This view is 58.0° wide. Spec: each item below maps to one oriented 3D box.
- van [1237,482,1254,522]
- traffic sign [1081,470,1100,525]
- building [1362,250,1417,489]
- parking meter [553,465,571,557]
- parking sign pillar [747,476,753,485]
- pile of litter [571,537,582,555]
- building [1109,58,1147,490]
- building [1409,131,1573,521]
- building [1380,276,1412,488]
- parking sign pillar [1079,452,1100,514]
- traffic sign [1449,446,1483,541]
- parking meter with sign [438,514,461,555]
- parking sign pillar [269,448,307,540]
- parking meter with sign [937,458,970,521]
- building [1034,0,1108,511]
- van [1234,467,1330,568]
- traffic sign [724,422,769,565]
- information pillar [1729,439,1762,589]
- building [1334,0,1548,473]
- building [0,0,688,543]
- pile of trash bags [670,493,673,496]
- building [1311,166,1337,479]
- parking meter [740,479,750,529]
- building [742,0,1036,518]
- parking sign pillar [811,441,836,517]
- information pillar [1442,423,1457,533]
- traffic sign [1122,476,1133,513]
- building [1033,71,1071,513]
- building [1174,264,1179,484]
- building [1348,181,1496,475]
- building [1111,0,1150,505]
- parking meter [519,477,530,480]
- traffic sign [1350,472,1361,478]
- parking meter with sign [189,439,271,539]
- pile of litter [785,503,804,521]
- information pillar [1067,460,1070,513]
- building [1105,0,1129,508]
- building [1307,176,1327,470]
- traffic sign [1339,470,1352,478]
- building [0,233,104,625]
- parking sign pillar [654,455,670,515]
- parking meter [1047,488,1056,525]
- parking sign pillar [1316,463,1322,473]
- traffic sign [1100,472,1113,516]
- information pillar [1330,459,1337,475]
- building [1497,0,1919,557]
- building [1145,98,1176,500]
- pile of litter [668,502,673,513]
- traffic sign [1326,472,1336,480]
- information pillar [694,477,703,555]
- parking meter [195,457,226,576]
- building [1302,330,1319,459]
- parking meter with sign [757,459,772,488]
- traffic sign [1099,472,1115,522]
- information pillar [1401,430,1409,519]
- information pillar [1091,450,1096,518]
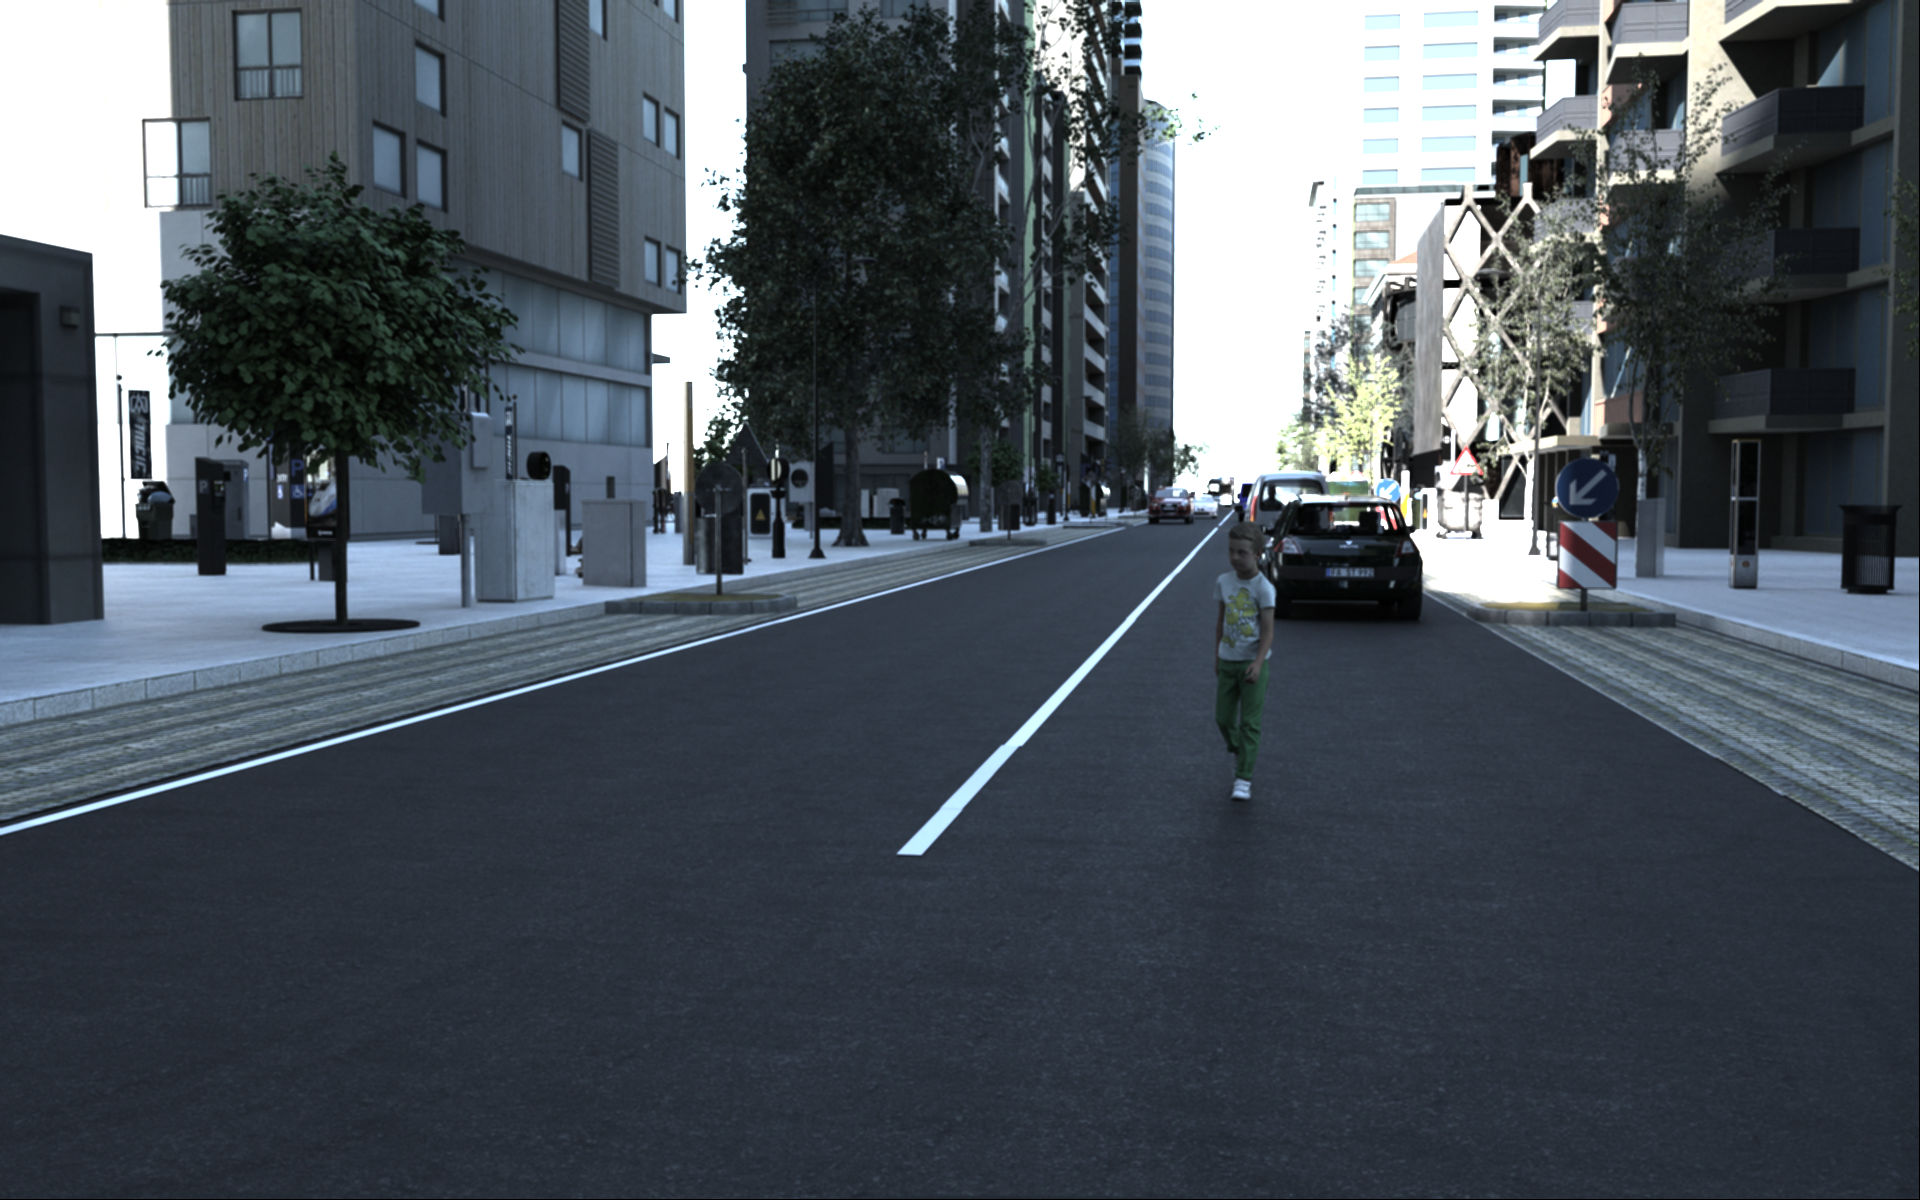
[{"bbox_3d":[15.674,-5.316,91.298,2.240,2.365,5.245,1,4,10],"label":"van"},{"bbox_3d":[5.479,-4.214,72.548,0.795,2.450,0.064,1,4,9],"label":"traffic sign"},{"bbox_3d":[38.912,-18.552,139.475,11.583,22.565,21.152,1,4,9],"label":"building"},{"bbox_3d":[-8.174,-1.826,35.568,0.255,1.863,0.399,0,4,7],"label":"parking meter"},{"bbox_3d":[-14.138,-8.072,120.441,1.447,3.967,1.447,-1,4,-22],"label":"parking sign pillar"},{"bbox_3d":[-7.902,-1.400,36.850,1.176,0.858,1.719,-3,4,-38],"label":"pile of litter"},{"bbox_3d":[12.275,-32.600,183.128,14.600,45.320,14.200,1,4,9],"label":"building"},{"bbox_3d":[32.267,-13.431,87.050,16.811,18.784,16.820,1,4,9],"label":"building"},{"bbox_3d":[37.898,-15.480,120.553,16.820,18.784,16.811,1,4,9],"label":"building"},{"bbox_3d":[8.306,-7.454,110.338,1.447,3.967,1.447,1,4,9],"label":"parking sign pillar"},{"bbox_3d":[13.729,-2.877,47.035,0.884,2.594,0.081,1,4,18],"label":"traffic sign"},{"bbox_3d":[-10.925,-2.502,37.162,0.543,3.016,1.738,-1,4,-12],"label":"parking meter with sign"},{"bbox_3d":[-16.548,-3.313,42.632,1.447,3.967,1.447,-3,5,-41],"label":"parking sign pillar"},{"bbox_3d":[-0.285,-5.329,83.397,0.543,3.016,1.738,3,5,44],"label":"parking meter with sign"},{"bbox_3d":[0.793,-31.900,145.266,21.300,48.544,21.600,1,4,9],"label":"building"},{"bbox_3d":[6.329,-1.622,33.530,2.013,2.044,4.112,0,4,8],"label":"van"},{"bbox_3d":[-3.883,-1.918,31.355,0.884,2.594,0.081,1,4,16],"label":"traffic sign"},{"bbox_3d":[10.638,-1.161,23.475,0.304,2.012,0.304,1,4,12],"label":"information pillar"},{"bbox_3d":[50.671,-39.253,183.790,21.231,58.520,28.212,1,4,9],"label":"building"},{"bbox_3d":[-26.144,-28.733,59.019,27.495,52.752,28.713,1,4,9],"label":"building"},{"bbox_3d":[-24.311,-7.809,137.435,3.447,1.369,1.912,-2,4,-30],"label":"pile of trash bags"},{"bbox_3d":[62.774,-38.616,250.975,23.786,49.044,30.456,1,4,9],"label":"building"},{"bbox_3d":[-7.828,-3.513,63.154,0.399,1.863,0.255,-1,4,-10],"label":"parking meter"},{"bbox_3d":[-3.548,-25.327,97.691,14.154,41.232,14.086,1,4,9],"label":"building"},{"bbox_3d":[-7.039,-6.092,88.070,1.447,3.967,1.447,0,4,8],"label":"parking sign pillar"},{"bbox_3d":[15.997,-3.997,56.701,0.504,3.616,0.183,0,4,6],"label":"information pillar"},{"bbox_3d":[11.613,-7.324,119.855,0.768,2.556,0.104,1,4,12],"label":"traffic sign"},{"bbox_3d":[-0.065,-21.290,119.799,14.160,30.474,14.107,1,4,9],"label":"building"},{"bbox_3d":[23.990,-40.711,285.224,23.786,49.044,30.456,1,4,9],"label":"building"},{"bbox_3d":[44.034,-24.006,164.194,14.160,30.474,14.107,1,4,9],"label":"building"},{"bbox_3d":[11.783,-54.566,204.821,22.319,86.520,31.000,1,4,9],"label":"building"},{"bbox_3d":[-6.367,-1.064,25.801,0.372,1.533,0.369,0,3,0],"label":"parking meter"},{"bbox_3d":[22.499,-6.009,98.358,0.768,2.556,0.104,1,4,17],"label":"traffic sign"},{"bbox_3d":[-16.355,-2.603,38.827,1.738,3.016,0.543,0,4,-5],"label":"parking meter with sign"},{"bbox_3d":[-7.904,-4.233,83.175,1.176,0.858,1.719,1,4,18],"label":"pile of litter"},{"bbox_3d":[7.290,-7.693,117.131,0.183,3.616,0.504,-1,4,-16],"label":"information pillar"},{"bbox_3d":[6.013,-44.496,165.768,20.563,71.187,20.611,1,4,9],"label":"building"},{"bbox_3d":[70.637,-42.180,278.874,28.713,52.752,27.495,1,4,9],"label":"building"},{"bbox_3d":[15.680,-4.109,70.831,0.795,2.450,0.064,1,4,9],"label":"traffic sign"},{"bbox_3d":[-19.588,-35.141,12.810,20.563,71.187,20.611,1,4,9],"label":"building"},{"bbox_3d":[-20.205,-7.836,116.594,1.447,3.967,1.447,1,4,18],"label":"parking sign pillar"},{"bbox_3d":[3.808,-3.901,72.186,0.372,1.533,0.369,0,3,0],"label":"parking meter"},{"bbox_3d":[30.829,-9.812,148.903,1.447,3.967,1.447,1,4,11],"label":"parking sign pillar"},{"bbox_3d":[8.558,-6.204,101.535,0.768,2.556,0.104,1,4,12],"label":"traffic sign"},{"bbox_3d":[25.185,-7.680,116.923,0.504,3.616,0.183,3,5,44],"label":"information pillar"},{"bbox_3d":[27.788,-23.940,46.043,22.147,44.769,28.867,1,4,9],"label":"building"},{"bbox_3d":[20.564,-43.628,255.312,21.231,58.520,28.212,1,4,9],"label":"building"},{"bbox_3d":[-19.100,-6.144,114.415,1.176,0.858,1.719,-3,4,-38],"label":"pile of litter"},{"bbox_3d":[16.994,-4.591,78.708,0.795,2.450,0.064,1,4,9],"label":"traffic sign"},{"bbox_3d":[-5.654,-1.975,36.788,0.304,2.012,0.304,-2,4,-26],"label":"information pillar"},{"bbox_3d":[-11.836,-1.325,27.375,0.399,1.863,0.255,1,4,22],"label":"parking meter"},{"bbox_3d":[66.543,-32.390,301.283,14.160,30.474,14.107,1,4,9],"label":"building"},{"bbox_3d":[-9.855,-5.558,87.134,0.543,3.016,1.738,-2,4,-31],"label":"parking meter with sign"},{"bbox_3d":[6.794,-4.696,80.424,0.795,2.450,0.064,1,4,9],"label":"traffic sign"},{"bbox_3d":[16.260,-4.399,63.275,0.183,3.616,0.504,0,4,-6],"label":"information pillar"},{"bbox_3d":[7.014,-6.110,91.261,0.183,3.616,0.504,-1,4,-17],"label":"information pillar"}]
